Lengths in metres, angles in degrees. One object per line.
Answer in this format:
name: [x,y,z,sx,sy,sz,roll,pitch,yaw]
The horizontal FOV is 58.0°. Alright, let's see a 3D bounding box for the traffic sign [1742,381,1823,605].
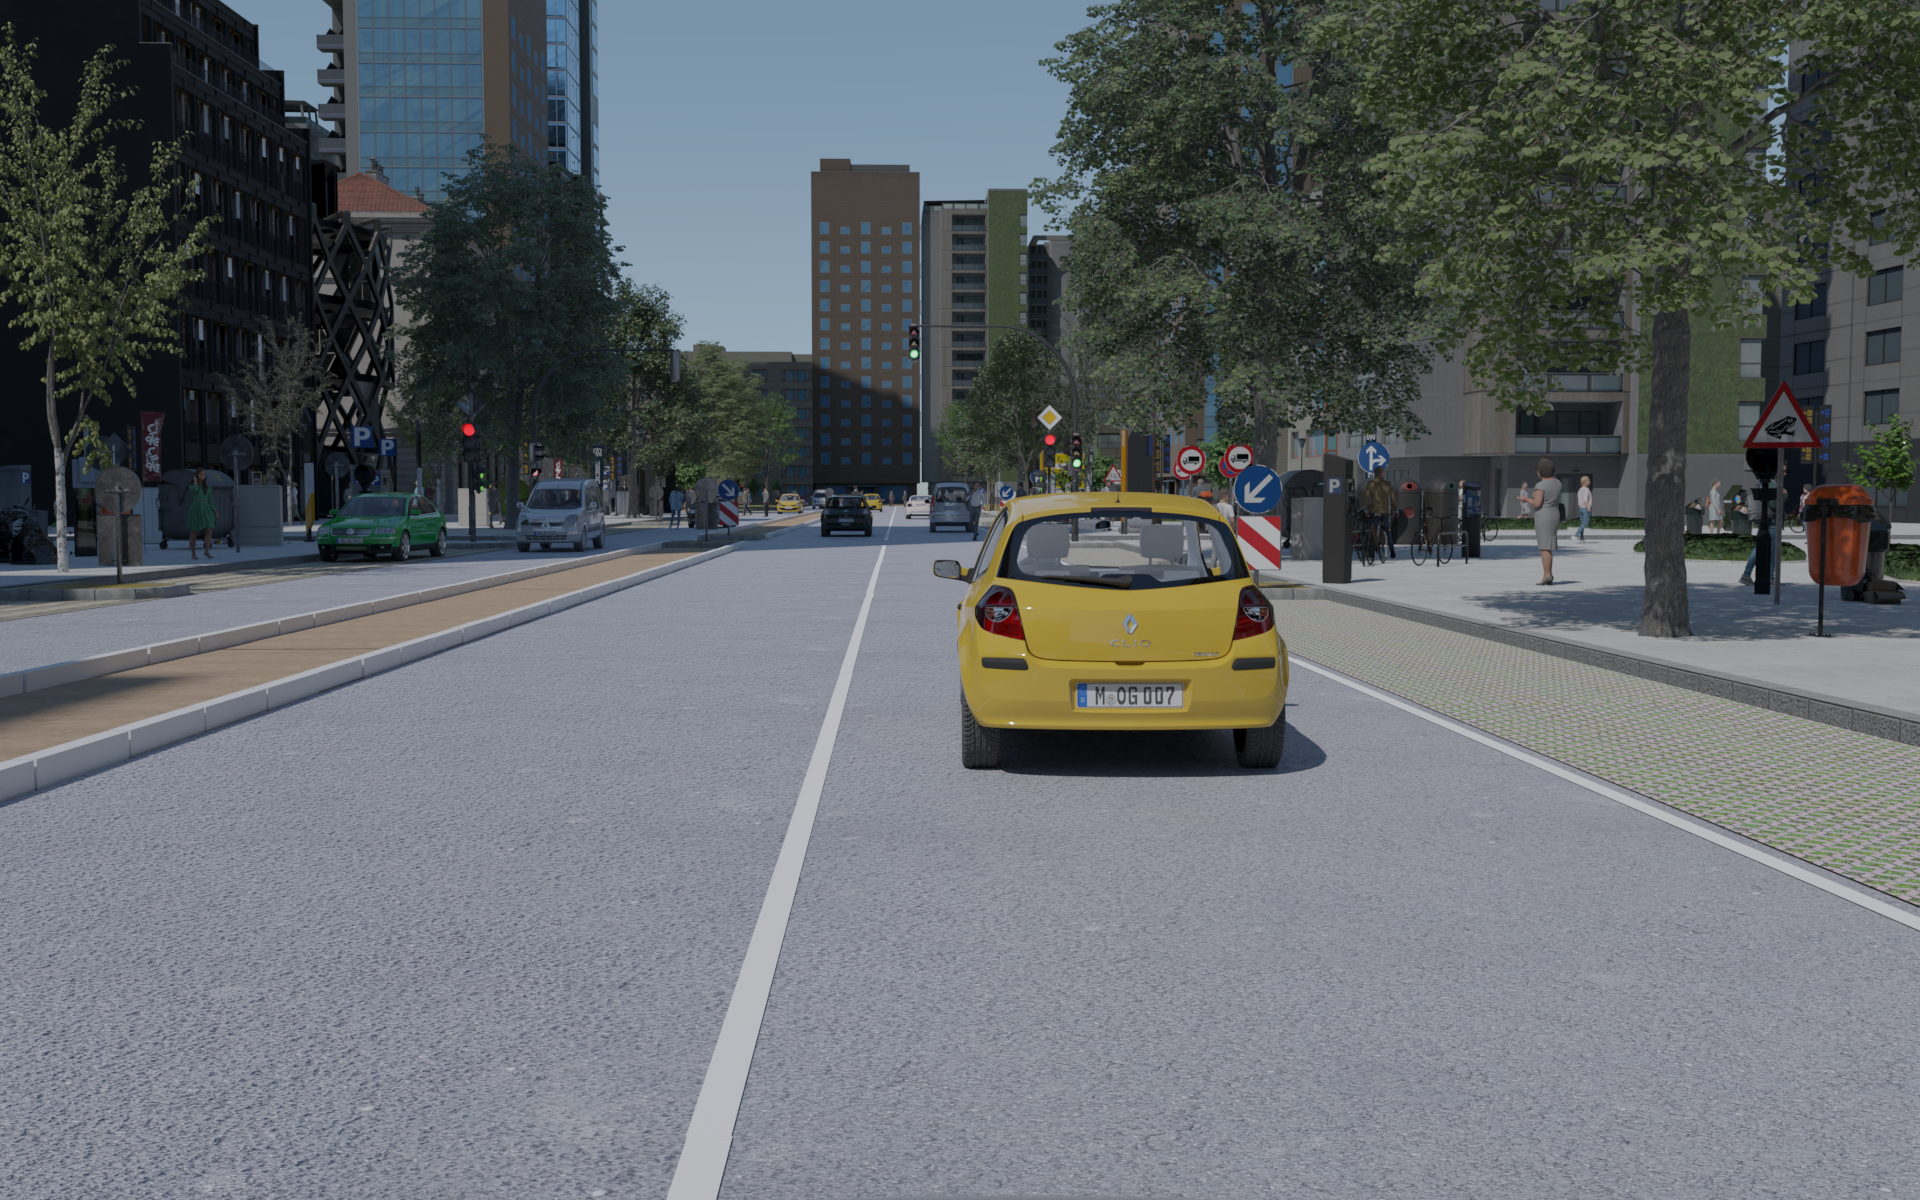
traffic sign: [9.488,-1.226,20.043,0.884,2.594,0.081,0,4,6]

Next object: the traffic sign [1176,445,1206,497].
traffic sign: [6.061,-2.775,45.475,0.768,2.556,0.104,0,4,4]

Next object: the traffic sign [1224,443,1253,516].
traffic sign: [6.884,-2.606,42.719,0.768,2.556,0.104,0,4,0]

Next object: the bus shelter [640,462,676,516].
bus shelter: [-18.340,-7.036,106.329,1.731,3.624,6.357,0,4,-2]

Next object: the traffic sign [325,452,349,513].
traffic sign: [-19.018,-3.229,52.892,0.768,2.556,0.104,0,4,4]

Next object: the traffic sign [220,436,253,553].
traffic sign: [-15.820,-2.310,37.874,0.768,2.556,0.104,0,4,6]

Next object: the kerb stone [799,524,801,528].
kerb stone: [-6.703,-2.978,70.893,0.120,0.150,1.000,0,4,-2]

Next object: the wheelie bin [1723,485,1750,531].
wheelie bin: [26.758,-3.168,59.708,0.693,1.594,0.980,0,4,-4]

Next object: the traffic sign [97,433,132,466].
traffic sign: [-18.152,-2.292,37.203,0.795,2.593,0.064,0,4,5]

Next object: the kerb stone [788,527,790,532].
kerb stone: [-6.455,-2.532,63.716,0.120,0.150,1.000,0,4,-2]

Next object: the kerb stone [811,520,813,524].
kerb stone: [-7.022,-3.542,80.106,0.120,0.150,1.000,0,4,-2]

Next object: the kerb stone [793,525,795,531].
kerb stone: [-6.567,-2.725,66.794,0.120,0.150,1.000,0,4,-2]

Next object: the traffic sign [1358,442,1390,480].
traffic sign: [10.138,-2.594,42.517,0.768,2.556,0.104,0,4,5]

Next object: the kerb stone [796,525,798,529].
kerb stone: [-6.628,-2.853,68.837,0.120,0.150,1.000,0,4,-2]

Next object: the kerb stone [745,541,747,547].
kerb stone: [-5.868,-1.499,46.764,0.120,0.150,1.000,0,4,-2]

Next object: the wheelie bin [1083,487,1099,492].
wheelie bin: [5.867,-4.202,76.609,0.693,1.594,0.980,-2,4,-30]

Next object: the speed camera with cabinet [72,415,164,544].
speed camera with cabinet: [-21.407,-3.039,44.031,2.038,3.252,0.660,-2,4,-26]

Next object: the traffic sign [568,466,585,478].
traffic sign: [-17.638,-4.870,79.724,0.768,2.556,0.104,0,4,0]

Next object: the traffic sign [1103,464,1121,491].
traffic sign: [6.640,-4.591,75.068,0.884,2.594,0.081,0,4,2]

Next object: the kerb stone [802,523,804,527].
kerb stone: [-6.777,-3.104,72.938,0.120,0.150,1.000,0,4,-2]

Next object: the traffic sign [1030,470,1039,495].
traffic sign: [4.032,-5.505,90.109,0.768,2.556,0.104,0,4,2]

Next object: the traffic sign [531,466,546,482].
traffic sign: [-17.843,-4.467,73.134,0.768,2.556,0.104,0,4,7]

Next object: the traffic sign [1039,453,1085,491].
traffic sign: [5.037,-5.595,85.348,2.265,3.308,0.079,0,4,7]

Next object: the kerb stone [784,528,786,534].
kerb stone: [-6.388,-2.414,61.672,0.120,0.150,1.000,0,4,-2]

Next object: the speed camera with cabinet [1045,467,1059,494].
speed camera with cabinet: [6.958,-7.991,124.993,0.660,3.252,2.038,1,4,21]

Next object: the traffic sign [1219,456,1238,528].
traffic sign: [8.461,-3.303,54.106,0.768,2.556,0.104,0,4,5]

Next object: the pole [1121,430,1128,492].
pole: [5.215,-3.737,54.951,0.158,3.312,0.155,0,3,0]

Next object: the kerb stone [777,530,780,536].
kerb stone: [-6.273,-2.224,58.594,0.120,0.150,1.000,0,4,-2]

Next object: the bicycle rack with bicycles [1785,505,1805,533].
bicycle rack with bicycles: [28.390,-2.683,57.241,2.852,0.926,2.925,-2,4,-35]

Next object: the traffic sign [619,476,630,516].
traffic sign: [-18.863,-5.833,97.494,0.606,2.300,0.079,0,4,1]

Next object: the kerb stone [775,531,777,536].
kerb stone: [-6.247,-2.161,57.567,0.120,0.150,1.000,0,4,-2]

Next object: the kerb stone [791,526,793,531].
kerb stone: [-6.524,-2.665,65.772,0.120,0.150,1.000,0,4,-2]

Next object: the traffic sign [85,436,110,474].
traffic sign: [-18.968,-2.338,38.331,0.768,2.556,0.104,0,4,1]

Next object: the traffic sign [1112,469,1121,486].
traffic sign: [8.107,-5.460,89.377,0.768,2.556,0.104,0,4,4]

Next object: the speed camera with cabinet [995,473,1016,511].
speed camera with cabinet: [3.660,-8.274,129.621,2.038,3.252,0.660,2,4,26]

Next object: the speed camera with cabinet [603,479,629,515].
speed camera with cabinet: [-21.569,-7.015,109.029,0.660,3.252,2.038,2,4,33]

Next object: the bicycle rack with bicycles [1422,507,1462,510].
bicycle rack with bicycles: [13.181,-2.050,46.893,2.925,0.926,2.852,-1,4,-10]

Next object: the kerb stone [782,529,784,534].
kerb stone: [-6.352,-2.352,60.650,0.120,0.150,1.000,0,4,-2]

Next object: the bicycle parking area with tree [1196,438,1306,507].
bicycle parking area with tree: [15.060,-6.275,89.592,8.231,4.147,9.016,1,4,20]

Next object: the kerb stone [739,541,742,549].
kerb stone: [-5.793,-1.378,44.721,0.120,0.150,1.000,0,4,-2]

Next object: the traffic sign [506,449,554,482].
traffic sign: [-19.623,-5.209,79.040,2.265,3.308,0.079,0,4,7]

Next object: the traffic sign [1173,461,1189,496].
traffic sign: [7.968,-3.775,61.822,0.768,2.556,0.104,0,4,2]

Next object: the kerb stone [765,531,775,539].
kerb stone: [-6.211,-2.099,56.540,0.120,0.150,1.000,0,4,-2]

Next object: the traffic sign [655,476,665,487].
traffic sign: [-17.134,-5.923,98.973,0.606,2.300,0.079,0,4,-1]

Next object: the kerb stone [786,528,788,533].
kerb stone: [-6.410,-2.477,62.694,0.120,0.150,1.000,0,4,-2]

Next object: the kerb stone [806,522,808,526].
kerb stone: [-6.888,-3.287,76.010,0.120,0.150,1.000,0,4,-2]

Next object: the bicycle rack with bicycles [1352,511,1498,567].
bicycle rack with bicycles: [7.927,-1.112,31.560,2.852,0.926,2.925,2,4,33]

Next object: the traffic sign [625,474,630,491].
traffic sign: [-21.166,-6.755,110.557,0.768,2.556,0.104,0,4,5]

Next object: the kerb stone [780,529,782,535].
kerb stone: [-6.312,-2.289,59.622,0.120,0.150,1.000,0,4,-2]

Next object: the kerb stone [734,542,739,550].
kerb stone: [-5.755,-1.311,43.689,0.120,0.150,1.000,0,4,-2]

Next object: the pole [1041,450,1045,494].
pole: [3.862,-5.284,80.234,0.158,3.312,0.155,0,3,0]

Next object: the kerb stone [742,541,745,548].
kerb stone: [-5.839,-1.433,45.742,0.120,0.150,1.000,0,4,-2]
